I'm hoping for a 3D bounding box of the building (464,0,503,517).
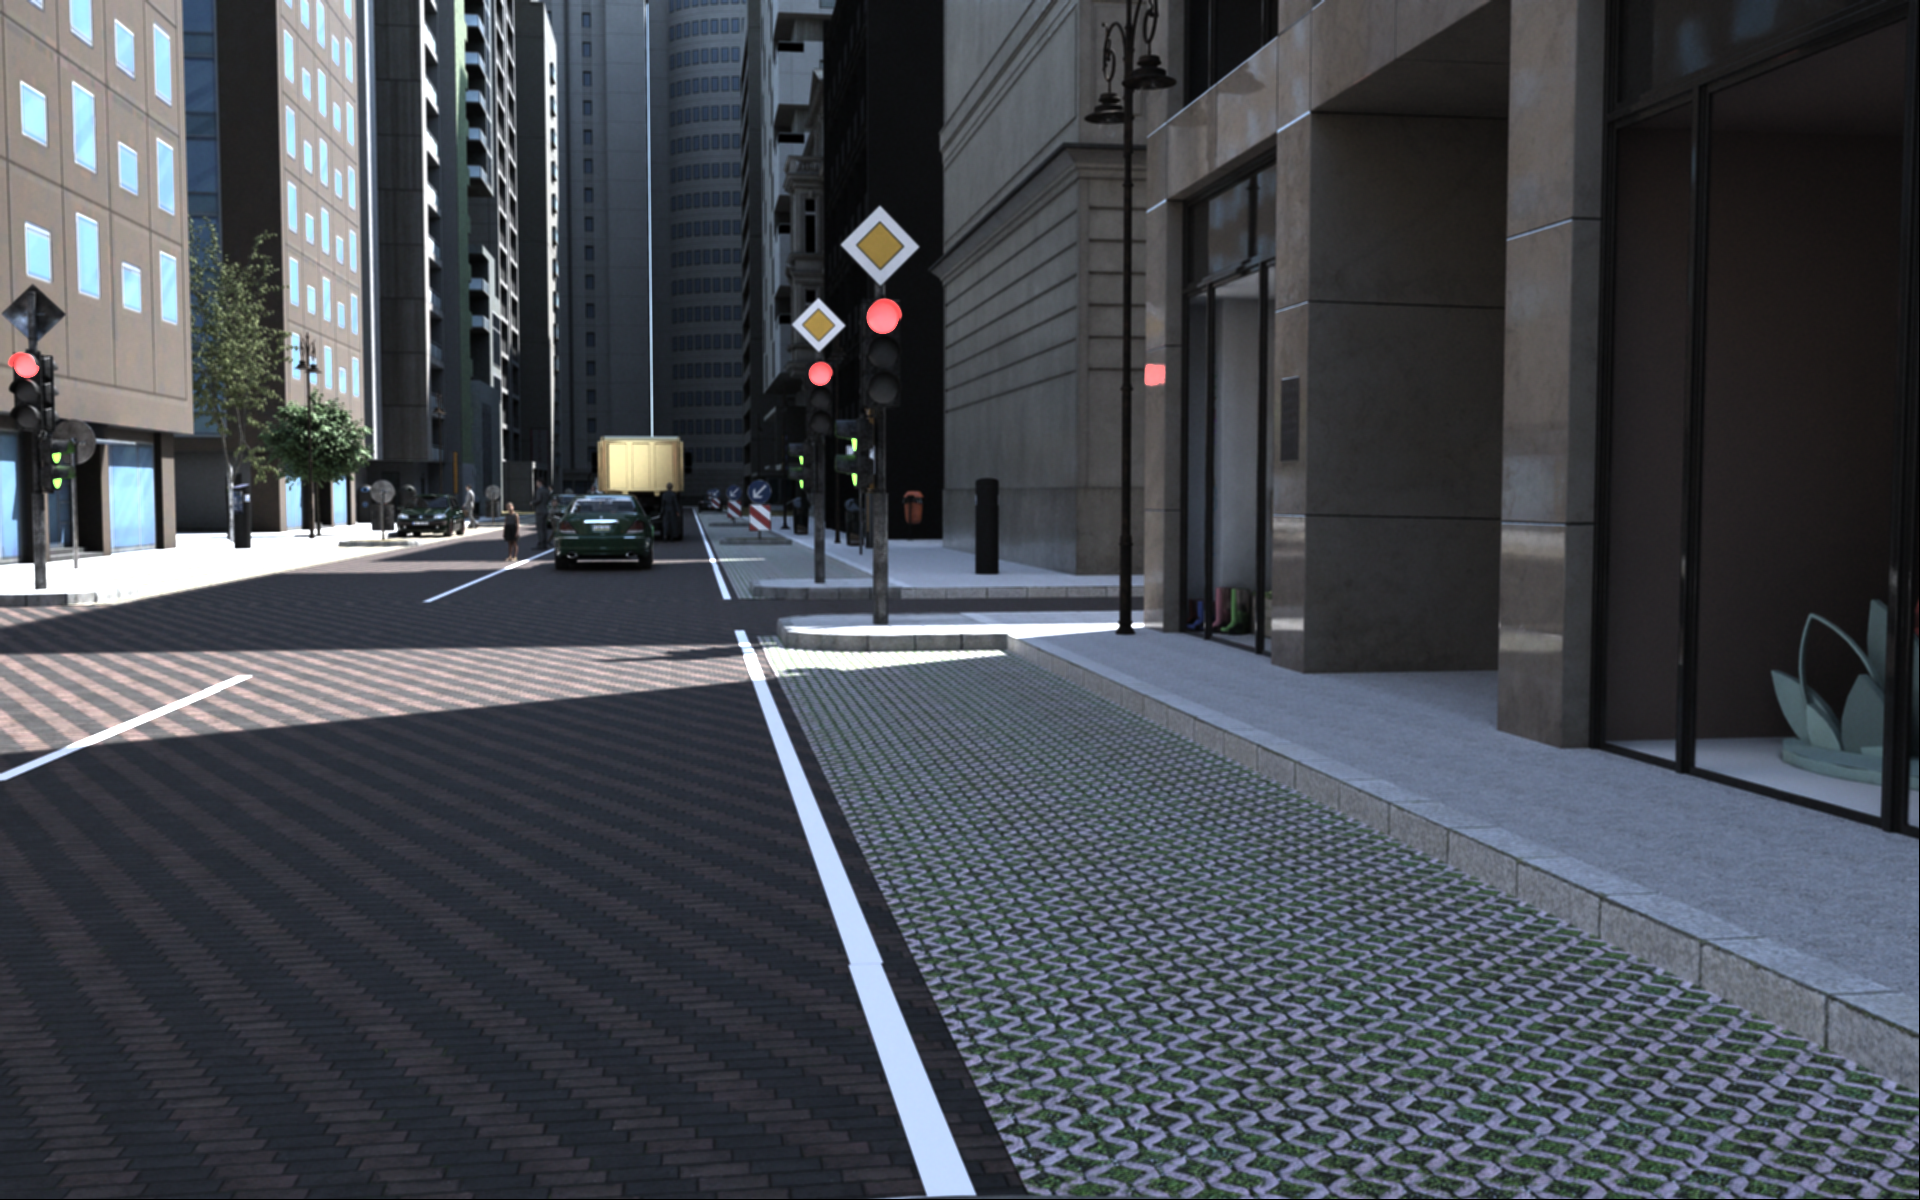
[{"bbox_3d":[-40.531,-48.712,109.108,22.319,86.520,31.000,-1,4,-9],"label":"building"}]

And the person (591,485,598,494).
[{"bbox_3d":[-14.396,-3.610,67.918,0.834,1.777,0.661,-2,4,-32],"label":"person"}]

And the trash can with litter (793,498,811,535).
[{"bbox_3d":[-4.998,-2.677,55.164,0.624,1.170,1.055,-1,4,-11],"label":"trash can with litter"}]

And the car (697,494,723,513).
[{"bbox_3d":[-18.871,-7.401,130.800,2.009,1.686,4.222,-1,4,-10],"label":"car"}]

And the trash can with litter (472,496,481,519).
[{"bbox_3d":[-24.523,-4.673,87.797,0.624,1.170,1.055,-1,4,-23],"label":"trash can with litter"}]

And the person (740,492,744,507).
[{"bbox_3d":[-22.195,-10.364,178.675,1.217,1.735,0.721,1,4,20],"label":"person"}]

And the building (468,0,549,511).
[{"bbox_3d":[-43.737,-42.706,136.487,20.563,71.187,20.611,-1,4,-9],"label":"building"}]

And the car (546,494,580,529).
[{"bbox_3d":[-16.585,-3.753,73.159,2.131,1.459,4.920,-1,4,-10],"label":"car"}]

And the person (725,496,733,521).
[{"bbox_3d":[-12.328,-5.133,92.990,0.524,1.755,0.480,-1,4,-20],"label":"person"}]

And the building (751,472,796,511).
[{"bbox_3d":[-0.859,-27.570,142.654,32.217,40.220,23.993,-1,4,-9],"label":"building"}]

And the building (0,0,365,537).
[{"bbox_3d":[-30.246,-25.201,62.151,14.600,45.320,14.200,-1,4,-9],"label":"building"}]

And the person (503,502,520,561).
[{"bbox_3d":[-9.579,-1.456,36.978,0.362,1.253,0.373,2,4,24],"label":"person"}]

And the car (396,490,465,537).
[{"bbox_3d":[-17.823,-2.972,58.383,2.009,1.686,4.222,0,4,-7],"label":"car"}]

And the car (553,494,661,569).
[{"bbox_3d":[-7.041,-1.387,34.471,2.131,1.459,4.920,-1,4,-9],"label":"car"}]

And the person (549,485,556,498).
[{"bbox_3d":[-19.283,-4.497,81.807,0.755,1.850,0.659,-1,4,-21],"label":"person"}]

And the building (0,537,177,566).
[{"bbox_3d":[-24.011,-23.362,32.073,14.600,45.320,14.200,-1,4,-9],"label":"building"}]

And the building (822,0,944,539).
[{"bbox_3d":[2.283,-13.902,56.968,12.332,23.373,15.834,-1,4,-9],"label":"building"}]

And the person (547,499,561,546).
[{"bbox_3d":[-11.118,-2.130,47.601,0.640,1.303,0.475,1,4,20],"label":"person"}]

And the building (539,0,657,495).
[{"bbox_3d":[-48.242,-39.606,189.555,28.212,58.520,21.231,-1,4,-9],"label":"building"}]

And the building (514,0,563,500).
[{"bbox_3d":[-48.095,-32.684,158.086,21.600,48.544,21.300,-1,4,-9],"label":"building"}]

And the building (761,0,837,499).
[{"bbox_3d":[0.680,-32.249,116.502,28.713,52.752,27.495,-1,4,-9],"label":"building"}]

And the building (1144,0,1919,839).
[{"bbox_3d":[13.892,-11.995,0.628,19.350,26.468,34.151,-1,4,-9],"label":"building"}]

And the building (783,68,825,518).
[{"bbox_3d":[-1.073,-16.116,82.579,14.460,24.649,34.723,-1,4,-9],"label":"building"}]

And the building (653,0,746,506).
[{"bbox_3d":[-20.364,-39.870,193.875,28.212,58.520,21.231,-1,4,-9],"label":"building"}]

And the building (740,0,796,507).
[{"bbox_3d":[-9.605,-33.050,164.062,21.300,48.544,21.600,-1,4,-9],"label":"building"}]

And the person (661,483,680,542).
[{"bbox_3d":[-8.633,-2.612,51.630,0.576,1.772,0.534,0,4,-7],"label":"person"}]

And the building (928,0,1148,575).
[{"bbox_3d":[14.767,-12.398,35.984,30.059,22.955,16.112,-1,4,-9],"label":"building"}]

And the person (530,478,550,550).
[{"bbox_3d":[-10.904,-2.234,44.826,0.447,1.846,0.655,1,4,11],"label":"person"}]

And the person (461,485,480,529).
[{"bbox_3d":[-20.136,-3.822,71.104,0.853,1.813,0.709,0,4,-8],"label":"person"}]

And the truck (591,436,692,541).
[{"bbox_3d":[-10.434,-3.722,56.781,3.469,3.379,9.791,-1,4,-10],"label":"truck"}]

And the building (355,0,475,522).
[{"bbox_3d":[-32.020,-24.512,84.370,14.154,41.232,14.086,-1,4,-9],"label":"building"}]

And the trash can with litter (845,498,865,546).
[{"bbox_3d":[-2.539,-1.942,43.144,0.624,1.170,1.055,-1,4,-9],"label":"trash can with litter"}]
